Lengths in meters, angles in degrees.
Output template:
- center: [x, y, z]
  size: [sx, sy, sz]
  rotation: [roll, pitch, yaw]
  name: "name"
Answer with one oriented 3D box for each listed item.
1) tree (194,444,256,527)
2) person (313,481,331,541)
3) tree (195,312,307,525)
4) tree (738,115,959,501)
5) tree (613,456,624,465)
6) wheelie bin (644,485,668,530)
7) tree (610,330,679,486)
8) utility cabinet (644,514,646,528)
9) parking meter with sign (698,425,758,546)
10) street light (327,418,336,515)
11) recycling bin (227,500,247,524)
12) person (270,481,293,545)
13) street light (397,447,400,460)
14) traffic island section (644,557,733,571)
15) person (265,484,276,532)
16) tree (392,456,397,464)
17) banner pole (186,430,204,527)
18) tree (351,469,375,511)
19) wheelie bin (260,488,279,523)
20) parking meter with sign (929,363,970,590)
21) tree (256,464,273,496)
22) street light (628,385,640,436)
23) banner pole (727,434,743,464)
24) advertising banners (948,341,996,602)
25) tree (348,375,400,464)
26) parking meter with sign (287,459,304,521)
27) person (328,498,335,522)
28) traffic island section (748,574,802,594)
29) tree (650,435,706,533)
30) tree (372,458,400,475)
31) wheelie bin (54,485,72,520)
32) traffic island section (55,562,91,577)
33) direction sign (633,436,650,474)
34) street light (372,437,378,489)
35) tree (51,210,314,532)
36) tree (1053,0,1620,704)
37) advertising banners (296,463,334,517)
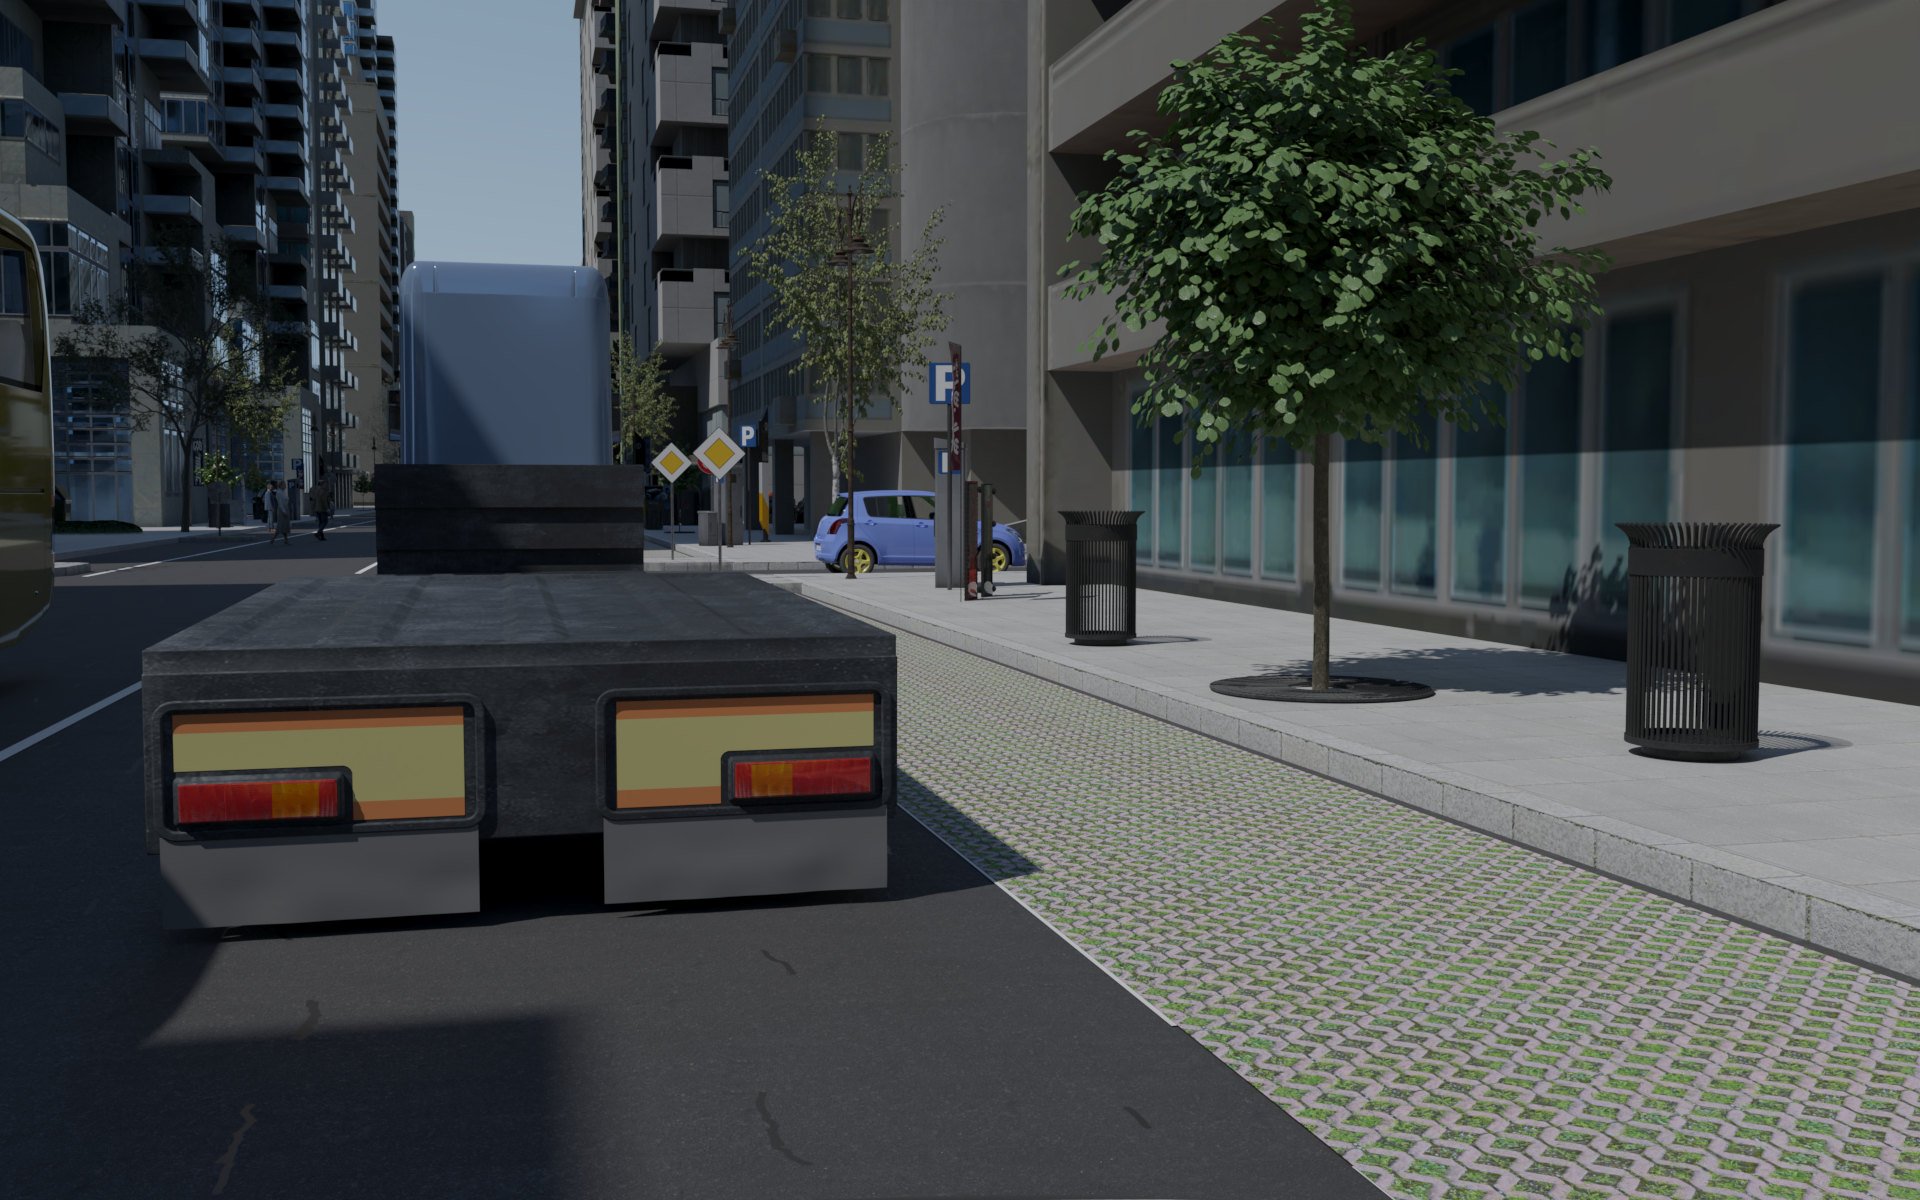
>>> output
- center: [-28.481, -4.419, 66.849]
  size: [1.663, 3.219, 1.824]
  rotation: [0, 3, 0]
  name: "tree"
- center: [-19.602, -2.740, 53.217]
  size: [0.656, 1.842, 0.836]
  rotation: [0, 4, 5]
  name: "person"
- center: [-29.199, -7.377, 70.975]
  size: [4.737, 8.622, 4.395]
  rotation: [0, 3, 0]
  name: "tree"
- center: [-2.269, -5.160, 34.736]
  size: [4.737, 8.622, 4.395]
  rotation: [0, 3, 0]
  name: "tree"
- center: [-17.175, -5.636, 86.748]
  size: [1.663, 3.219, 1.824]
  rotation: [0, 3, 0]
  name: "tree"
- center: [-10.940, -3.312, 62.051]
  size: [0.980, 1.594, 0.693]
  rotation: [-1, 4, -10]
  name: "wheelie bin"
- center: [-14.371, -7.763, 77.295]
  size: [4.737, 8.622, 4.395]
  rotation: [0, 3, 0]
  name: "tree"
- center: [-11.728, -3.300, 65.115]
  size: [1.020, 1.237, 0.306]
  rotation: [-2, 4, -30]
  name: "utility cabinet"
- center: [-5.813, -2.875, 43.260]
  size: [0.543, 3.016, 1.738]
  rotation: [2, 4, 34]
  name: "parking meter with sign"
- center: [-37.916, -8.063, 104.620]
  size: [0.468, 5.910, 1.993]
  rotation: [-1, 4, -14]
  name: "street light"
- center: [-30.839, -3.751, 73.888]
  size: [0.722, 1.027, 0.722]
  rotation: [-1, 4, -18]
  name: "recycling bin"
- center: [-18.979, -2.424, 48.360]
  size: [0.641, 1.798, 0.478]
  rotation: [0, 4, 8]
  name: "person"
- center: [-54.657, -12.006, 169.080]
  size: [0.468, 5.910, 1.993]
  rotation: [-1, 4, -14]
  name: "street light"
- center: [-5.579, -0.702, 33.757]
  size: [2.009, 0.180, 2.903]
  rotation: [-1, 4, -14]
  name: "traffic island section"
- center: [-26.276, -3.506, 66.005]
  size: [0.419, 1.800, 0.721]
  rotation: [-2, 4, -31]
  name: "person"
- center: [-61.060, -14.805, 192.423]
  size: [4.737, 8.622, 4.395]
  rotation: [0, 3, 0]
  name: "tree"
- center: [-30.040, -4.769, 67.996]
  size: [0.401, 3.779, 0.863]
  rotation: [2, 4, 33]
  name: "banner pole"
- center: [-45.228, -8.375, 131.525]
  size: [1.663, 3.219, 1.824]
  rotation: [0, 3, 0]
  name: "tree"
- center: [-30.645, -4.226, 77.005]
  size: [0.693, 1.594, 0.980]
  rotation: [0, 4, -1]
  name: "wheelie bin"
- center: [-0.095, -1.689, 23.869]
  size: [0.543, 3.016, 1.738]
  rotation: [0, 4, 3]
  name: "parking meter with sign"
- center: [-40.024, -6.335, 98.178]
  size: [1.663, 3.219, 1.824]
  rotation: [0, 3, 0]
  name: "tree"
- center: [-13.801, -6.154, 73.408]
  size: [0.468, 5.910, 1.993]
  rotation: [-1, 4, -14]
  name: "street light"
- center: [-9.369, -4.998, 71.734]
  size: [0.863, 3.779, 0.401]
  rotation: [-1, 4, -20]
  name: "banner pole"
- center: [0.144, -1.513, 20.928]
  size: [0.090, 3.025, 2.074]
  rotation: [1, 4, 16]
  name: "advertising banners"
- center: [-57.541, -16.357, 177.802]
  size: [12.009, 13.543, 11.850]
  rotation: [0, 3, 0]
  name: "tree"
- center: [-32.464, -5.385, 84.312]
  size: [0.543, 3.016, 1.738]
  rotation: [0, 4, -5]
  name: "parking meter with sign"
- center: [-32.074, -4.599, 88.370]
  size: [0.352, 1.250, 0.332]
  rotation: [0, 4, 3]
  name: "person"
- center: [-3.582, -0.229, 26.025]
  size: [2.009, 0.180, 2.903]
  rotation: [-1, 4, -14]
  name: "traffic island section"
- center: [-9.088, -3.802, 56.761]
  size: [1.663, 3.219, 1.824]
  rotation: [0, 3, 0]
  name: "tree"
- center: [-51.905, -10.643, 157.719]
  size: [4.285, 4.588, 4.351]
  rotation: [0, 3, 0]
  name: "tree"
- center: [-30.145, -3.057, 57.891]
  size: [0.693, 1.594, 0.980]
  rotation: [0, 4, -8]
  name: "wheelie bin"
- center: [-16.804, -0.526, 30.874]
  size: [2.009, 0.180, 2.903]
  rotation: [-1, 4, -14]
  name: "traffic island section"
- center: [-12.471, -4.640, 67.854]
  size: [0.379, 3.537, 0.876]
  rotation: [3, 4, 37]
  name: "direction sign"
- center: [-46.322, -10.048, 137.071]
  size: [0.468, 5.910, 1.993]
  rotation: [-1, 4, -14]
  name: "street light"
- center: [-25.977, -7.537, 57.635]
  size: [8.767, 10.594, 7.601]
  rotation: [-1, 4, -21]
  name: "tree"
- center: [2.306, -1.683, 11.226]
  size: [4.285, 4.588, 4.351]
  rotation: [0, 3, 0]
  name: "tree"
- center: [-36.852, -6.280, 98.857]
  size: [2.074, 3.025, 0.090]
  rotation: [-1, 4, -14]
  name: "advertising banners"
